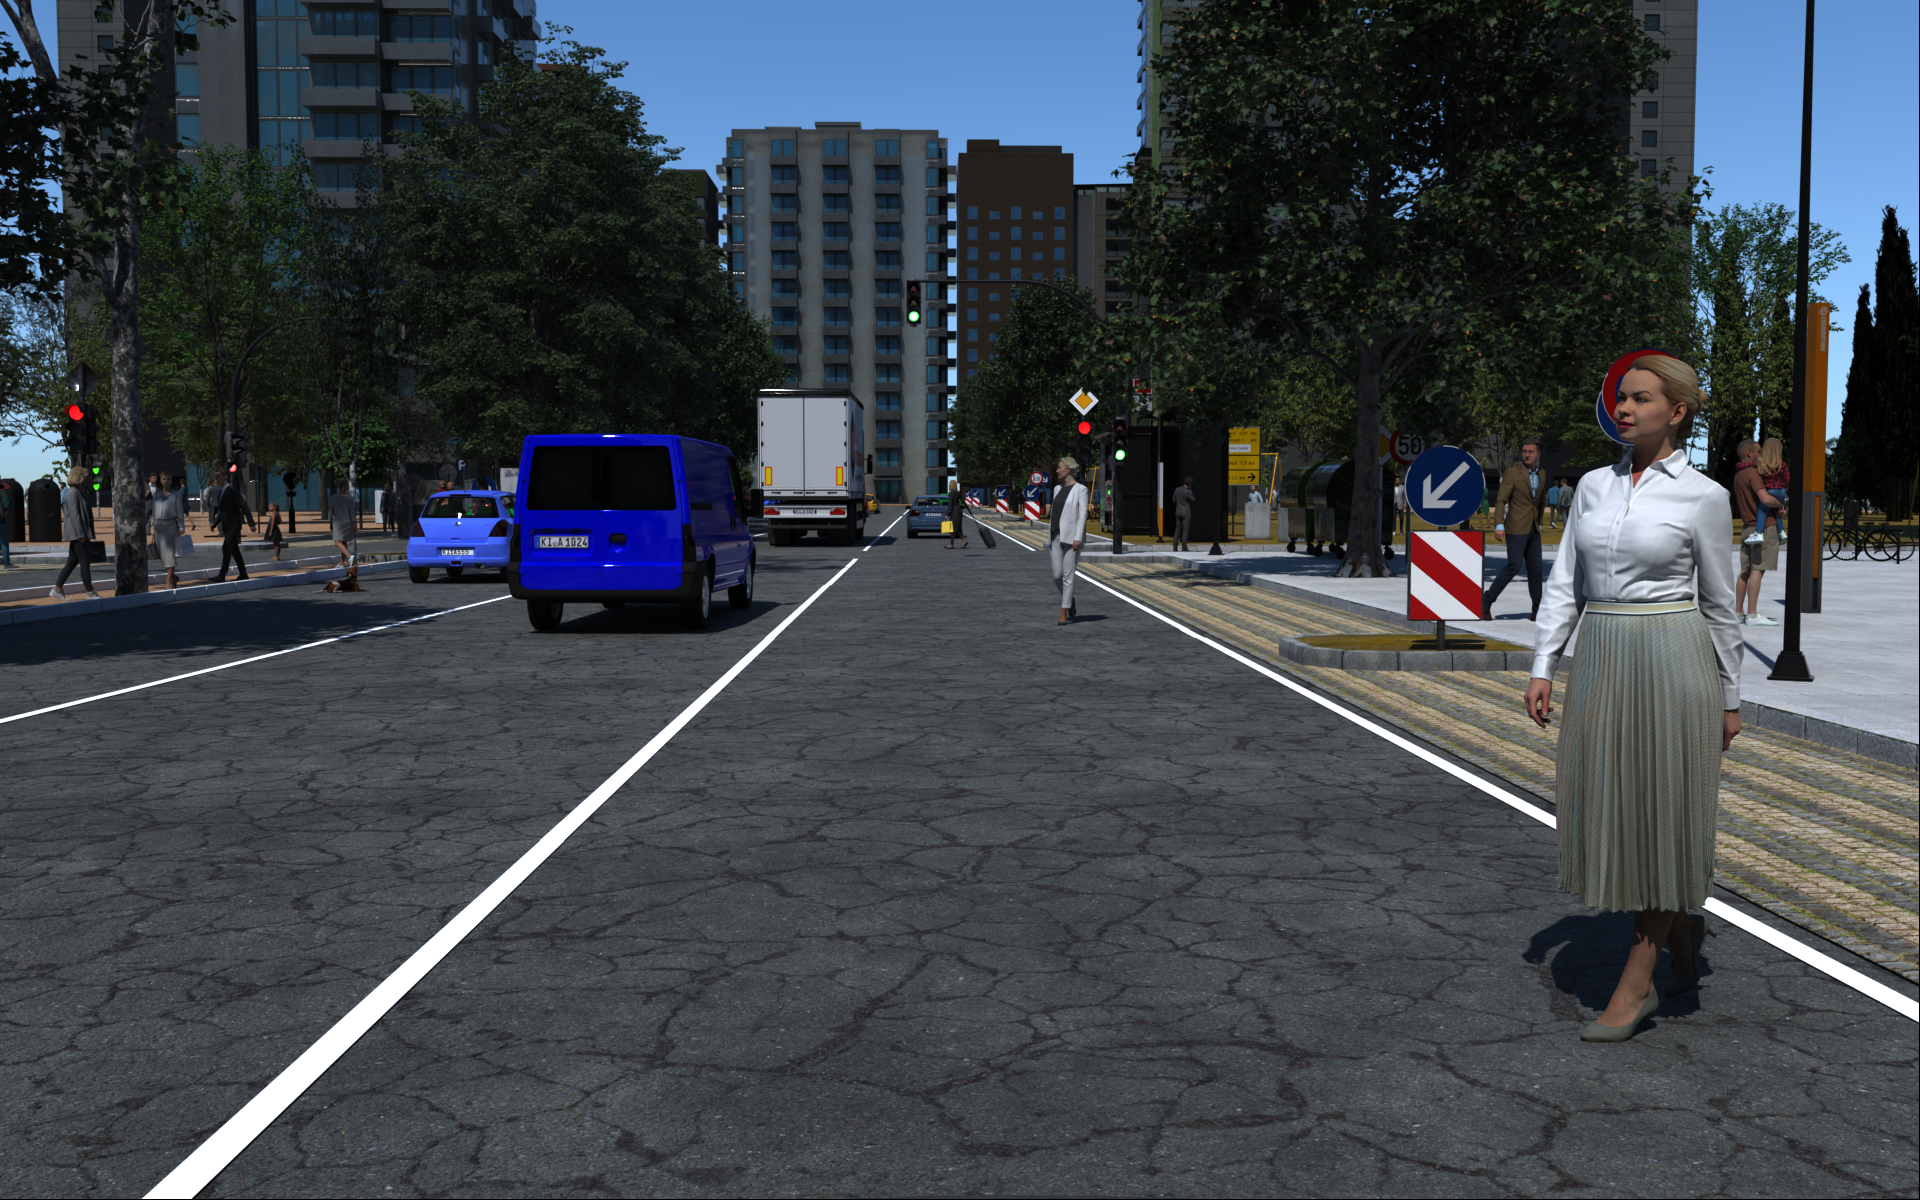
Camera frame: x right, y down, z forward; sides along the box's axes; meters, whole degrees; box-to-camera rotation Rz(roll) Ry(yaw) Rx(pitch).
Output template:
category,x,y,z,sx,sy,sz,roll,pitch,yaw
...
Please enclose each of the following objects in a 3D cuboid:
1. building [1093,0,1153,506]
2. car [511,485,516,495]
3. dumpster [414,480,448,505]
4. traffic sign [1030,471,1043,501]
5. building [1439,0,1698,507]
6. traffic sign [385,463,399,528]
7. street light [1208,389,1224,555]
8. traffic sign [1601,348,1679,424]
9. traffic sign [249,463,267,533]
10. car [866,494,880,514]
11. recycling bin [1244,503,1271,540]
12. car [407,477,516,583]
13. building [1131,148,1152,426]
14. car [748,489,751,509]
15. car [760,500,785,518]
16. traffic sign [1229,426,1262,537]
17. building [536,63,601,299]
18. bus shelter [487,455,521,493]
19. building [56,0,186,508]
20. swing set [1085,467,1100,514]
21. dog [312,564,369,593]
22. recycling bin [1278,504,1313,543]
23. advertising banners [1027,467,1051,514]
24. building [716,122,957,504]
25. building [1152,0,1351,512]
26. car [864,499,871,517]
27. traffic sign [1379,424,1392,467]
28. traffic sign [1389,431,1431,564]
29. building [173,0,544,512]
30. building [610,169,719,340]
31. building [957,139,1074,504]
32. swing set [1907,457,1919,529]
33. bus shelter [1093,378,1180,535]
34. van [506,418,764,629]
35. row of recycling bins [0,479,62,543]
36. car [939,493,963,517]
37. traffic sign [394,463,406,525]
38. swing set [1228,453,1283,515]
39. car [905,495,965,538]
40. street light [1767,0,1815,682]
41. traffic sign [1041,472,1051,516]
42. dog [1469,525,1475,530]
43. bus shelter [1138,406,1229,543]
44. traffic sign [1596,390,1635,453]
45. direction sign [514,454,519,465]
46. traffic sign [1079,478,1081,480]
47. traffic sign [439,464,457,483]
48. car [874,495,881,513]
category,x,y,z,sx,sy,sz,roll,pitch,yaw
building,25.758,-52.337,168.374,22.319,86.520,31.000,0,4,-1
car,-15.172,-2.974,57.427,1.959,1.807,4.718,0,4,-1
dumpster,-21.870,-4.043,71.869,1.264,1.857,1.865,0,4,-1
traffic sign,4.293,-5.937,97.177,0.768,2.556,0.104,0,4,3
building,59.410,-45.028,174.465,20.611,71.187,20.563,0,4,-1
traffic sign,-21.723,-4.021,65.853,0.768,2.556,0.104,0,4,1
street light,4.840,-3.896,36.242,1.470,5.913,1.316,0,4,-1
traffic sign,5.999,-0.924,15.207,0.768,2.556,0.104,0,4,6
traffic sign,-22.980,-3.339,56.730,0.606,2.300,0.079,0,4,3
car,-6.795,-7.009,124.826,2.015,1.641,3.980,0,4,-2
recycling bin,8.454,-2.241,49.187,0.722,1.027,0.722,1,4,10
car,-8.070,-1.200,29.218,1.945,1.707,3.694,0,4,-3
building,21.403,-22.984,147.483,14.160,30.474,14.107,0,4,-1
car,-16.890,-7.655,133.834,2.281,1.827,5.304,0,4,-2
car,-11.044,-5.761,103.784,1.945,1.707,3.694,0,4,-1
traffic sign,7.907,-3.562,52.118,2.265,3.308,0.079,0,4,7
building,-49.095,-31.651,172.126,28.867,44.769,22.147,0,4,-1
bus shelter,-23.268,-5.976,91.635,2.014,3.302,5.546,0,4,-1
building,-73.849,-44.867,171.829,20.611,71.187,20.563,0,4,-1
swing set,9.187,-6.591,105.385,3.119,2.851,2.862,1,4,18
dog,-9.054,-0.312,25.298,0.748,0.427,0.550,0,4,-8
recycling bin,8.909,-2.043,45.963,0.722,1.027,0.722,-1,4,-15
advertising banners,5.132,-6.891,108.858,2.074,3.025,0.090,1,4,9
building,-15.764,-37.063,225.580,30.456,49.044,23.786,0,4,-1
building,21.398,-27.446,132.335,14.154,41.232,14.086,0,4,-1
car,-6.623,-6.064,108.186,2.155,1.783,4.494,0,4,-1
traffic sign,7.957,-2.012,32.637,0.795,2.593,0.064,0,4,5
traffic sign,8.276,-1.948,31.950,0.768,2.556,0.104,0,4,4
building,-45.195,-31.478,134.270,23.786,49.044,30.456,0,4,-1
building,-38.310,-32.849,220.668,14.086,41.232,14.154,0,4,-1
building,6.792,-34.971,221.878,14.200,45.320,14.600,0,4,-1
swing set,33.508,-3.651,57.315,3.119,2.851,2.862,1,4,14
bus shelter,5.646,-4.884,57.492,2.179,5.291,8.768,0,4,-1
van,-3.589,-0.956,20.011,2.240,2.365,5.245,0,4,1
row of recycling bins,-25.728,-2.367,45.818,3.534,1.692,1.069,-1,4,-19
car,-0.695,-6.236,110.753,1.959,1.807,4.718,0,3,0
traffic sign,-23.029,-4.326,70.839,0.768,2.556,0.104,0,4,7
swing set,11.029,-4.244,67.010,3.119,2.851,2.862,2,4,27
car,-0.833,-2.771,57.311,2.014,1.417,4.499,0,4,1
street light,5.215,-2.402,11.818,1.470,5.913,1.316,0,4,-1
traffic sign,4.820,-6.079,99.503,0.768,2.556,0.104,0,4,7
dog,14.659,-1.919,49.104,0.748,0.427,0.550,-1,4,-8
bus shelter,6.245,-3.508,48.639,1.731,3.624,6.357,0,4,-1
traffic sign,6.998,-1.100,18.096,0.768,2.556,0.104,0,4,2
direction sign,-25.286,-6.530,98.765,0.379,3.537,0.876,-2,4,-31
traffic sign,6.552,-6.090,99.671,0.768,2.556,0.104,0,4,7
traffic sign,-21.650,-4.473,73.234,0.768,2.556,0.104,0,4,1
car,-6.942,-7.267,130.811,2.014,1.417,4.499,0,4,0
